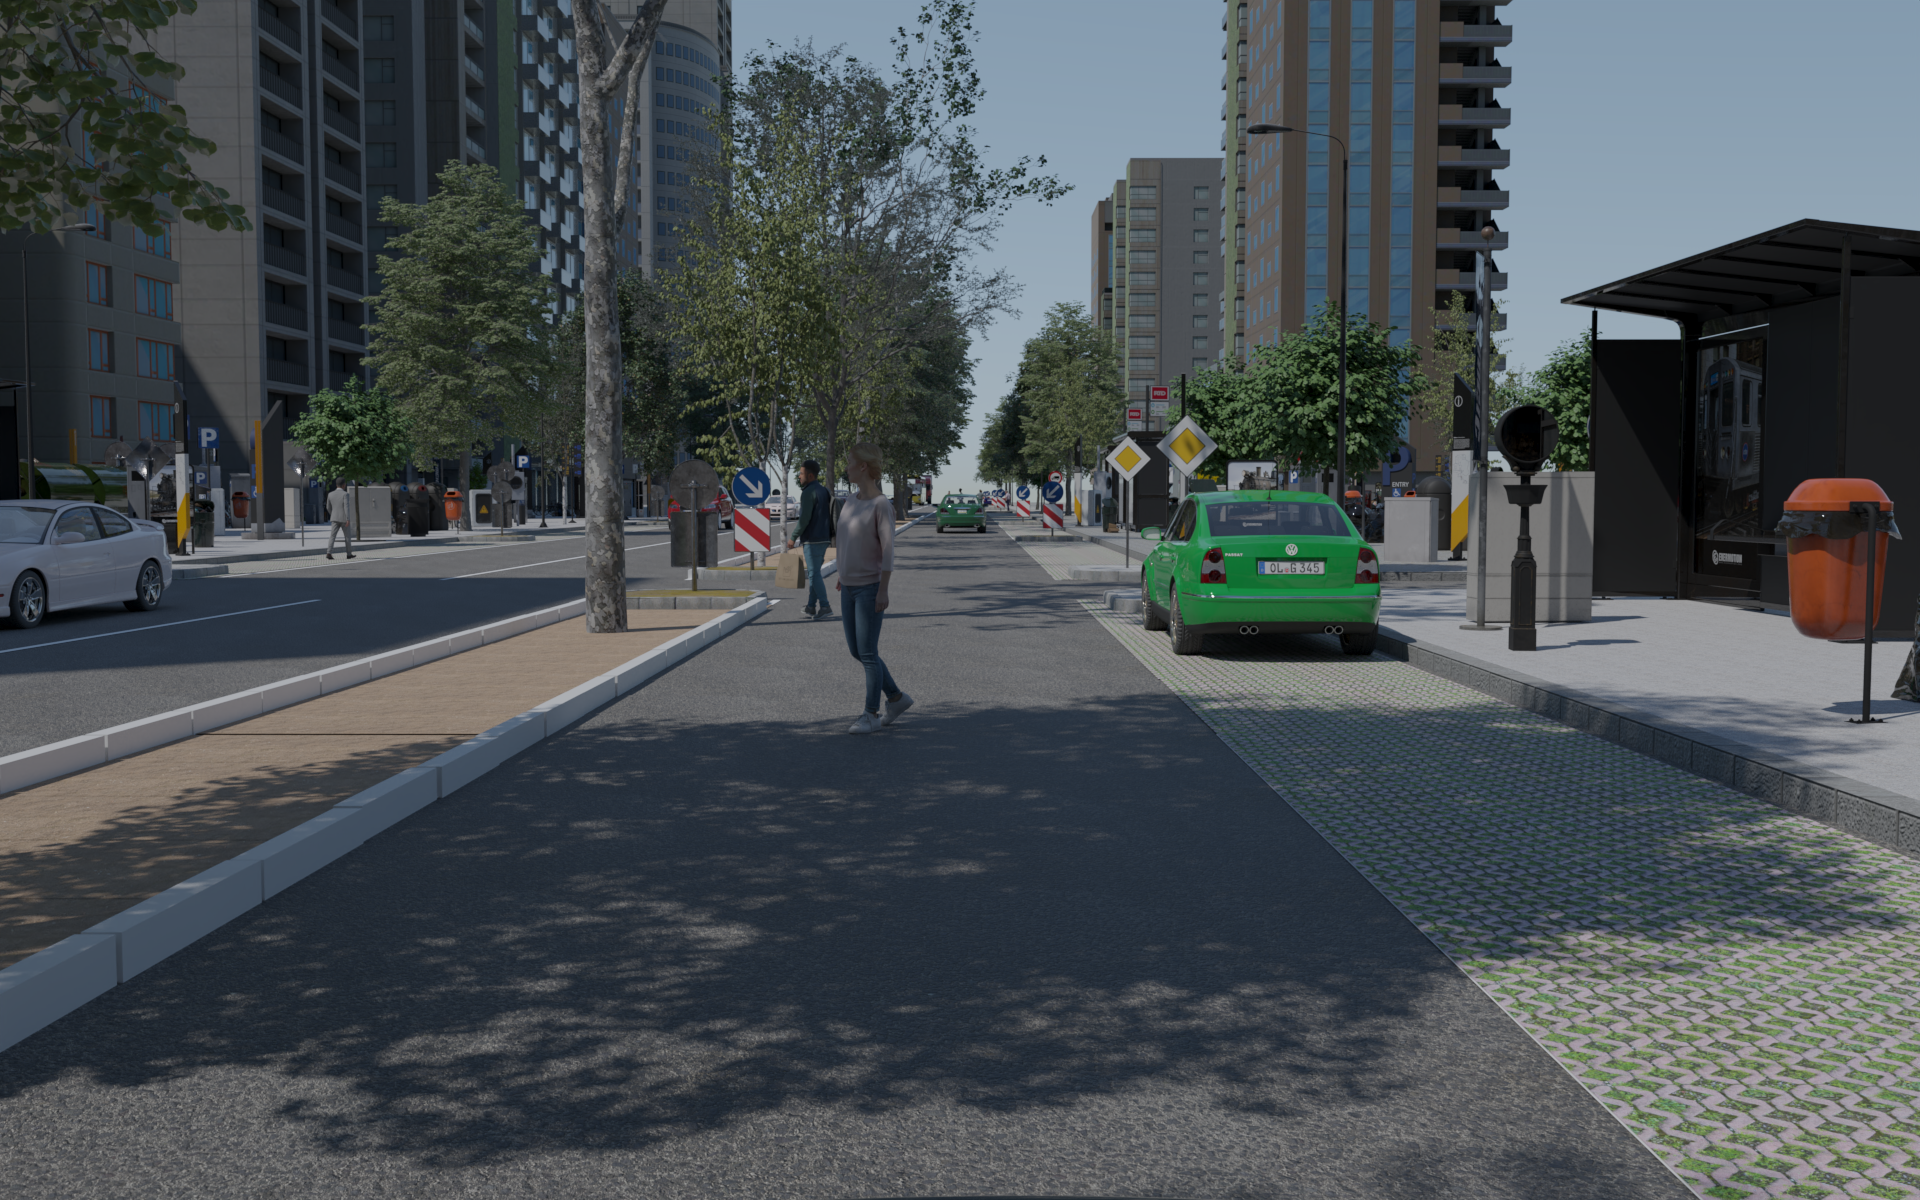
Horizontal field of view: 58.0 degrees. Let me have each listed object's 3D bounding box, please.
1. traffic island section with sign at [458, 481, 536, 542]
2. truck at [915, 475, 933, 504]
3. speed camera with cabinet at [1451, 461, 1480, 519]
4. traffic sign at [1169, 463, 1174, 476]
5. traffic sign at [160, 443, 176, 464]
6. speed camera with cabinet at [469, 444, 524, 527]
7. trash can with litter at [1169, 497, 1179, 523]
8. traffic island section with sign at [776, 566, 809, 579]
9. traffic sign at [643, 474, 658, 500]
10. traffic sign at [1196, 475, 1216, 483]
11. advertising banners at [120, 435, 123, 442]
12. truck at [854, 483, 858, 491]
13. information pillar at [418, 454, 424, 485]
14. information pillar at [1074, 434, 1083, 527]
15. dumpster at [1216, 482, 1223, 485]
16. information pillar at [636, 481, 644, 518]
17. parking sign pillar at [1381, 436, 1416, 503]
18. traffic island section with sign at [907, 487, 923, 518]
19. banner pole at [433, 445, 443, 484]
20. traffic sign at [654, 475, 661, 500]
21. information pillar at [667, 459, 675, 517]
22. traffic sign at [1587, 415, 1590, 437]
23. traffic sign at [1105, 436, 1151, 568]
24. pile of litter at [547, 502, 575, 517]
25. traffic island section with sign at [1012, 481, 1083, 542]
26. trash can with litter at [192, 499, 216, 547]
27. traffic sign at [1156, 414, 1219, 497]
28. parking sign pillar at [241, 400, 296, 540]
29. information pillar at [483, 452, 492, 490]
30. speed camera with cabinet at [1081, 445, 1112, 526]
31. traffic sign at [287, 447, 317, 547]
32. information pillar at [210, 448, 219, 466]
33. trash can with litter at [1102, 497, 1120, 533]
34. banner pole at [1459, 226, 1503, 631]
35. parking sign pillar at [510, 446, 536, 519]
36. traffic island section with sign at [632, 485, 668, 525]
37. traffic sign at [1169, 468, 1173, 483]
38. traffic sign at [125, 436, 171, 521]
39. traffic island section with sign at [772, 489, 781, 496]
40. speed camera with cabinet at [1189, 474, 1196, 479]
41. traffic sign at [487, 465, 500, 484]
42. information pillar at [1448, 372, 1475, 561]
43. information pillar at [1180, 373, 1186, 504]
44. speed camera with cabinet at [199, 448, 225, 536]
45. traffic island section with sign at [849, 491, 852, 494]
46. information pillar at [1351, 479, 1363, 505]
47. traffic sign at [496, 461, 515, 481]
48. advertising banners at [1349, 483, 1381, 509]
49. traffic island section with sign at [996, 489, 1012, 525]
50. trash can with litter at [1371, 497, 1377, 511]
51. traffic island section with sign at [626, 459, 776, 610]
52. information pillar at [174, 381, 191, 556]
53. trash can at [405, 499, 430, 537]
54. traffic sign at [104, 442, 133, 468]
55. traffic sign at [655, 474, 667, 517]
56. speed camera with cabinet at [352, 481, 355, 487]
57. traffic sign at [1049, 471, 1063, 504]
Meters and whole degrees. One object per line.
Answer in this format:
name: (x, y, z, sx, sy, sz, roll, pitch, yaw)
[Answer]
traffic island section with sign: (-13.997, -2.687, 52.564, 1.989, 1.847, 2.006, 0, 4, 0)
truck: (-5.366, -16.268, 254.888, 2.839, 4.237, 11.283, 0, 4, 0)
speed camera with cabinet: (19.996, -4.601, 69.562, 0.660, 3.252, 2.038, -3, 4, -38)
traffic sign: (8.023, -4.151, 67.978, 0.768, 2.556, 0.104, 0, 4, 1)
traffic sign: (-19.720, -2.637, 43.226, 0.768, 2.556, 0.104, 0, 4, 1)
speed camera with cabinet: (-18.316, -4.535, 68.484, 2.038, 3.252, 0.660, -2, 4, -25)
trash can with litter: (8.474, -3.600, 70.253, 0.624, 1.170, 1.055, -1, 4, -16)
traffic island section with sign: (-3.482, -1.317, 29.675, 2.006, 1.907, 1.989, 0, 4, 0)
traffic sign: (-18.042, -6.184, 101.115, 0.884, 2.594, 0.081, 0, 4, 3)
traffic sign: (8.544, -3.696, 54.302, 2.265, 3.308, 0.079, 0, 4, 6)
advertising banners: (-25.554, -3.451, 52.613, 0.090, 3.025, 2.074, -2, 4, -33)
truck: (-10.366, -12.957, 201.606, 2.967, 4.110, 18.799, 0, 4, 0)
information pillar: (-28.366, -6.105, 91.172, 0.504, 3.616, 0.183, 3, 5, 42)
information pillar: (4.654, -4.694, 68.094, 0.183, 3.616, 0.504, -2, 4, -25)
dumpster: (7.733, -2.724, 47.038, 1.502, 2.255, 1.985, 0, 4, 0)
information pillar: (-17.346, -5.465, 93.836, 0.304, 2.012, 0.304, -3, 4, -36)
parking sign pillar: (17.700, -4.979, 69.885, 1.447, 3.967, 1.447, 3, 4, 36)
traffic island section with sign: (-3.219, -5.913, 104.813, 2.006, 1.907, 1.989, 0, 4, 0)
banner pole: (-25.906, -5.880, 86.156, 0.863, 3.779, 0.401, 2, 4, 35)
traffic sign: (-17.871, -6.299, 103.099, 0.768, 2.556, 0.104, 0, 4, 3)
information pillar: (-16.061, -6.417, 96.265, 0.504, 3.616, 0.183, 2, 4, 35)
traffic sign: (8.664, -1.398, 22.960, 0.768, 2.556, 0.104, 0, 4, 1)
traffic sign: (2.894, -1.607, 29.913, 0.795, 2.450, 0.064, 0, 4, 0)
pile of litter: (-22.785, -5.188, 98.783, 1.719, 0.858, 1.176, 1, 4, 10)
traffic island section with sign: (2.677, -2.694, 52.680, 1.989, 1.847, 2.006, 0, 4, 0)
trash can with litter: (-18.263, -1.854, 41.702, 0.624, 1.170, 1.055, -1, 4, -22)
traffic sign: (2.865, -1.118, 21.928, 0.795, 2.450, 0.064, 0, 4, 0)
parking sign pillar: (-19.732, -3.721, 49.311, 1.447, 3.967, 1.447, 0, 4, 3)
information pillar: (-25.884, -6.334, 94.922, 0.504, 3.616, 0.183, -1, 4, -20)
speed camera with cabinet: (5.503, -4.610, 69.713, 0.660, 3.252, 2.038, 2, 4, 26)
traffic sign: (-16.010, -2.505, 42.143, 0.795, 2.450, 0.064, 1, 4, 9)
information pillar: (-32.430, -5.130, 75.224, 0.183, 3.616, 0.504, 3, 5, 40)
trash can with litter: (5.074, -2.817, 57.447, 0.624, 1.170, 1.055, -1, 4, -11)
banner pole: (4.841, -1.596, 16.110, 0.401, 3.779, 0.863, 2, 4, 26)
parking sign pillar: (-23.162, -6.295, 91.389, 1.447, 3.967, 1.447, 3, 4, 37)
traffic island section with sign: (-13.909, -4.336, 79.519, 1.989, 1.847, 2.006, 0, 4, 0)
traffic sign: (7.928, -3.959, 66.862, 0.606, 2.300, 0.079, 1, 4, 8)
traffic sign: (-14.050, -1.612, 29.995, 0.795, 2.450, 0.064, 0, 4, 0)
traffic island section with sign: (-13.712, -7.391, 129.470, 1.989, 1.847, 2.006, 0, 4, 0)
speed camera with cabinet: (11.549, -5.303, 81.044, 0.660, 3.252, 2.038, -3, 5, -43)
traffic sign: (-20.693, -4.711, 77.125, 0.768, 2.556, 0.104, 0, 4, 4)
information pillar: (9.622, -2.558, 33.185, 0.183, 3.616, 0.504, -2, 4, -28)
information pillar: (4.363, -2.599, 33.848, 0.183, 3.616, 0.504, 1, 4, 9)
speed camera with cabinet: (-23.003, -3.604, 53.269, 0.660, 3.252, 2.038, -2, 4, -26)
traffic island section with sign: (-13.426, -12.422, 211.723, 1.989, 1.847, 2.006, 0, 4, 0)
information pillar: (13.313, -3.276, 58.058, 0.304, 2.012, 0.304, -1, 4, -13)
traffic sign: (-17.678, -4.116, 67.395, 0.768, 2.556, 0.104, 0, 4, 8)
advertising banners: (17.034, -4.664, 72.444, 2.074, 3.025, 0.090, -2, 4, -23)
traffic island section with sign: (2.782, -4.356, 79.847, 1.989, 1.847, 2.006, 0, 4, 0)
trash can with litter: (17.936, -3.923, 75.530, 0.624, 1.170, 1.055, -2, 4, -32)
traffic island section with sign: (-3.519, -0.864, 22.267, 2.006, 1.907, 1.989, 0, 4, 0)
information pillar: (-16.081, -2.719, 35.803, 0.183, 3.616, 0.504, -3, 5, -45)
trash can: (-16.287, -2.469, 52.027, 0.748, 1.137, 0.748, 0, 3, 0)
traffic sign: (-20.425, -2.567, 42.078, 0.768, 2.556, 0.104, 0, 4, 6)
traffic sign: (-16.384, -5.804, 95.004, 0.768, 2.556, 0.104, 0, 4, 8)
speed camera with cabinet: (-28.557, -5.483, 83.978, 0.660, 3.252, 2.038, 2, 4, 25)
traffic sign: (5.243, -5.810, 95.098, 0.768, 2.556, 0.104, 0, 4, 3)
